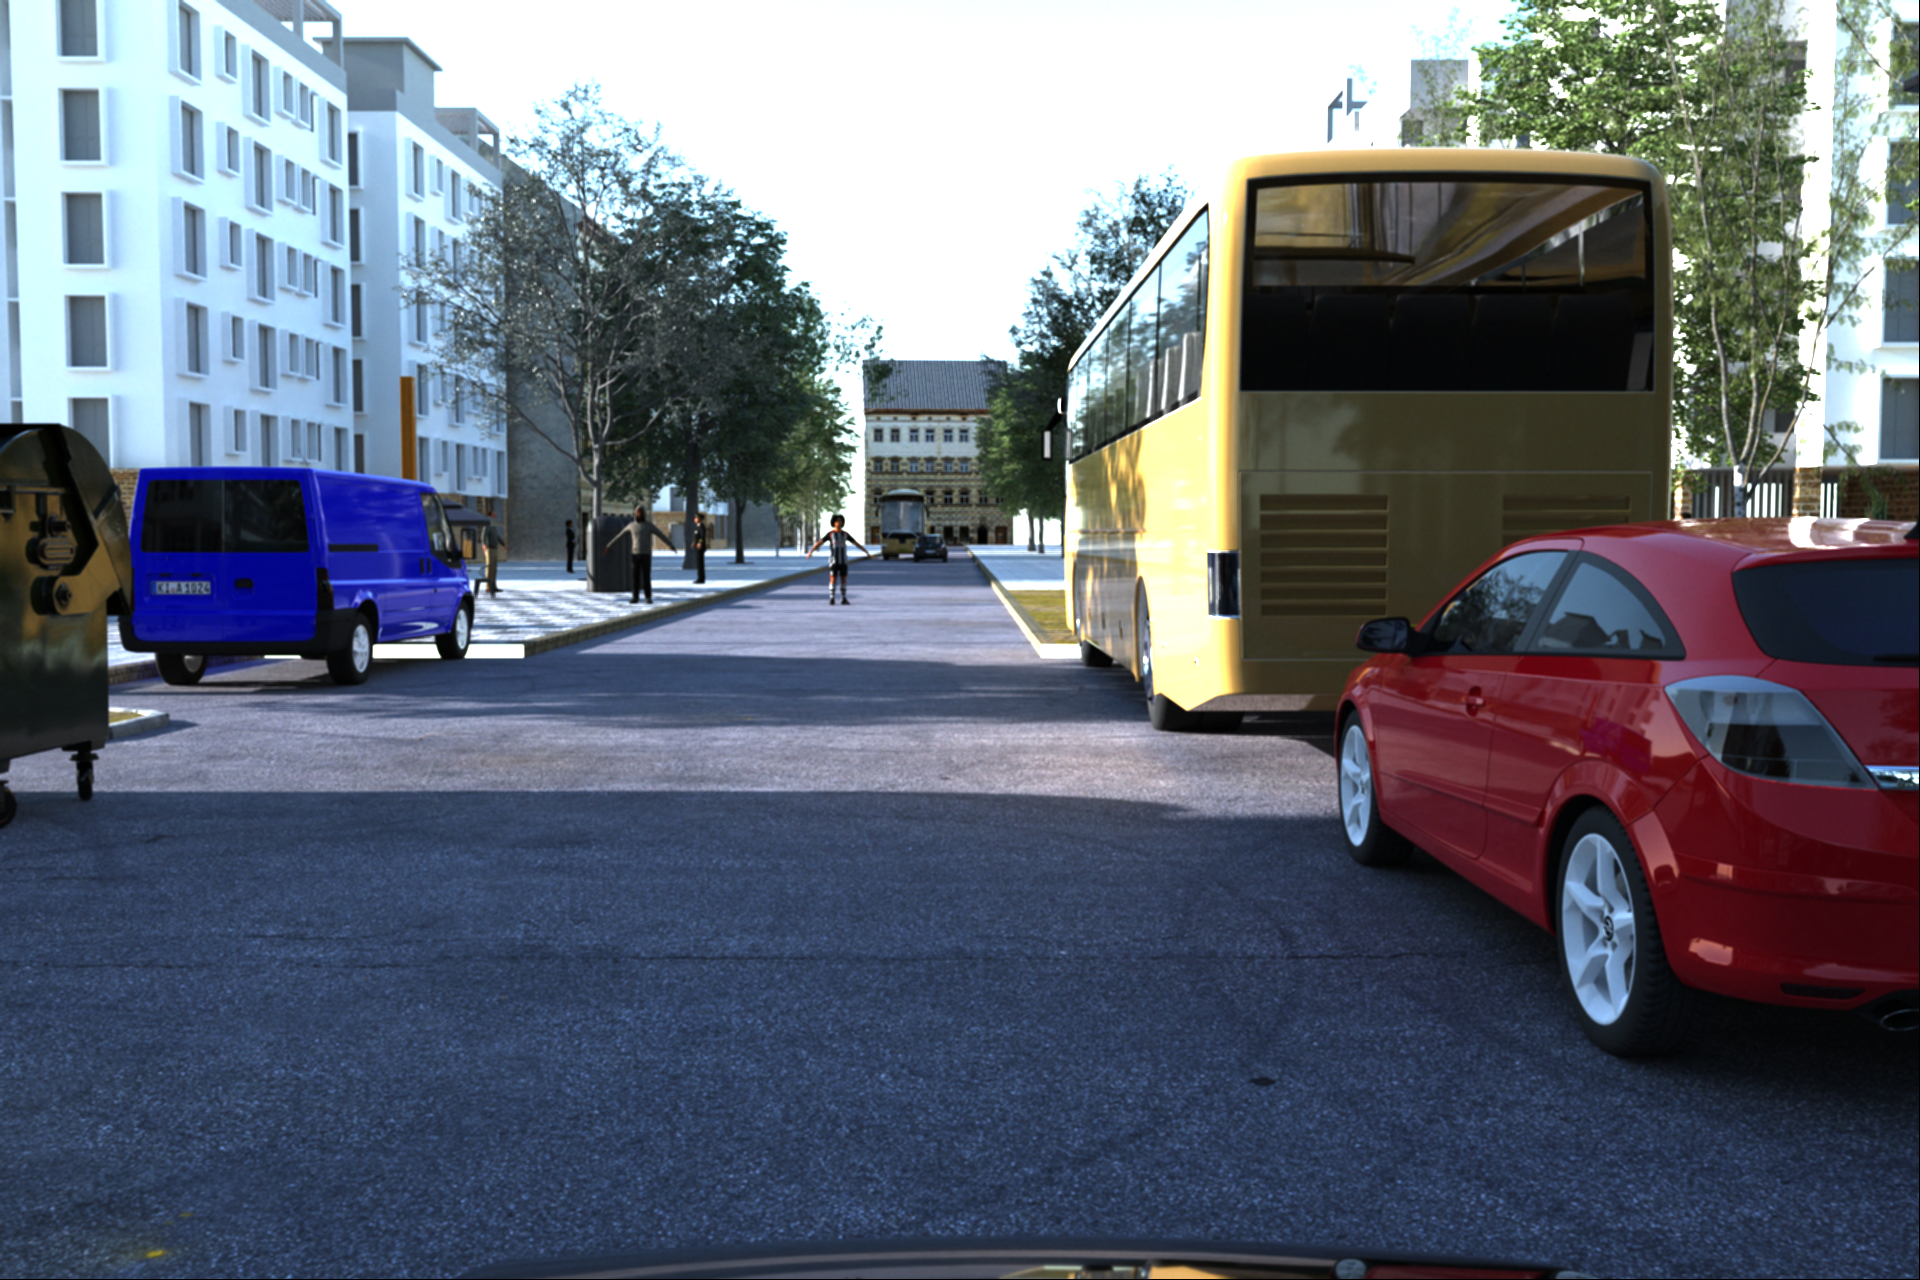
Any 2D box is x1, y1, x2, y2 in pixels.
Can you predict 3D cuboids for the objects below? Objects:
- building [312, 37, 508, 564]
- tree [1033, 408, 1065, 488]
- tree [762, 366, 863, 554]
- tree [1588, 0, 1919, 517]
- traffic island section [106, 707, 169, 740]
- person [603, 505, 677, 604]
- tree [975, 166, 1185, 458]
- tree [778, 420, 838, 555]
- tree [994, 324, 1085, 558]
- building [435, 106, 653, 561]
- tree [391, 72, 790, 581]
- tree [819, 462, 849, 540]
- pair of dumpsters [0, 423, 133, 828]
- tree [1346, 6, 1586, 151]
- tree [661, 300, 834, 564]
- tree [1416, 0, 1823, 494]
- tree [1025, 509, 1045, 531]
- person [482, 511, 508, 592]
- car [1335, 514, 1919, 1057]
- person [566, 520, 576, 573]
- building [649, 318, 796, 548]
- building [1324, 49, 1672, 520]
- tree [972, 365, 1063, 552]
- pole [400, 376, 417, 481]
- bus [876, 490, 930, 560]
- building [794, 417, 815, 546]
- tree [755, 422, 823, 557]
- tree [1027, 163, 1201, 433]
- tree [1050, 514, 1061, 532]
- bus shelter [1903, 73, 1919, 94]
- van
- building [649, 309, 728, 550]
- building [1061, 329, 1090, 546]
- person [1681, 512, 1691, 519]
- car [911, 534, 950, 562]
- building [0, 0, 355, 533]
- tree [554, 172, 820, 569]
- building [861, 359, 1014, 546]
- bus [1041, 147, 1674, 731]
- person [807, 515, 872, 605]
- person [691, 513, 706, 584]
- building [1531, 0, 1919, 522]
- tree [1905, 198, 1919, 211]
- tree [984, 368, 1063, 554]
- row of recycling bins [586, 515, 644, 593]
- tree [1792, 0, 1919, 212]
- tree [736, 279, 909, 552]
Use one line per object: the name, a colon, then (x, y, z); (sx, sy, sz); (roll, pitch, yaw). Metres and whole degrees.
building: (-26.024, -12.902, 67.373); (16.016, 20.090, 11.380); (0, 4, 0)
tree: (5.207, -8.269, 85.555); (4.360, 8.622, 3.978); (0, 3, 0)
tree: (-10.066, -11.972, 113.871); (7.486, 12.596, 7.792); (0, 3, 0)
tree: (8.653, -4.208, 19.168); (4.360, 8.622, 3.978); (0, 3, 0)
traffic island section: (-6.916, 0.635, 12.491); (1.991, 0.108, 1.994); (0, 4, -1)
person: (-5.879, -1.577, 31.917); (1.348, 1.813, 0.705); (0, 4, -2)
tree: (5.633, -9.077, 58.776); (12.009, 13.543, 11.850); (0, 3, 0)
tree: (-9.904, -9.526, 106.111); (4.360, 8.622, 3.978); (0, 3, 0)
tree: (5.691, -10.677, 92.693); (7.486, 12.596, 7.792); (0, 3, 0)
building: (-27.216, -15.892, 90.761); (19.493, 23.208, 18.063); (0, 4, 1)
tree: (-10.026, -8.369, 47.202); (12.009, 13.543, 11.850); (0, 3, 0)
tree: (-17.319, -17.297, 217.212); (7.601, 10.594, 8.767); (0, 4, -8)
pair of dumpsters: (-6.720, -0.232, 8.750); (4.436, 2.255, 1.574); (0, 4, 0)
tree: (7.315, -4.571, 25.100); (4.360, 8.622, 3.978); (0, 3, 0)
tree: (-9.460, -9.122, 74.900); (9.928, 11.665, 9.643); (0, 3, 0)
tree: (11.960, -6.983, 32.301); (7.486, 12.596, 7.792); (0, 3, 0)
tree: (10.179, -16.037, 212.563); (4.360, 8.622, 3.978); (0, 3, 0)
person: (-10.308, -1.954, 38.219); (0.705, 1.796, 1.348); (0, 4, 5)
car: (2.619, 0.171, 6.244); (2.155, 1.783, 4.494); (0, 4, -1)
person: (-12.743, -3.074, 56.976); (0.721, 1.740, 1.216); (-1, 4, -18)
building: (-25.729, -20.413, 164.682); (19.493, 23.208, 18.063); (0, 4, -1)
building: (20.630, -13.270, 73.390); (16.016, 20.090, 11.380); (0, 3, 0)
tree: (5.282, -13.455, 126.636); (9.857, 13.997, 8.962); (0, 3, 0)
pole: (-7.159, -1.755, 22.545); (0.158, 3.312, 0.155); (0, 3, 0)
bus: (-3.095, -6.614, 99.693); (2.896, 3.916, 12.252); (0, 4, 0)
building: (-25.966, -21.976, 190.229); (19.493, 23.208, 18.063); (0, 4, 0)
tree: (-10.075, -8.965, 96.935); (4.737, 8.622, 4.395); (0, 3, 0)
tree: (5.322, -6.744, 44.681); (8.767, 10.594, 7.601); (2, 4, 33)
tree: (12.577, -16.370, 218.013); (4.737, 8.622, 4.395); (0, 3, 0)
bus shelter: (5.769, -0.902, 6.034); (1.731, 3.624, 6.357); (0, 4, 0)
van: (-6.623, -0.840, 18.111); (2.240, 2.365, 5.245); (0, 3, 0)
building: (-25.505, -17.392, 140.785); (16.016, 20.090, 11.380); (0, 4, -1)
building: (24.724, -21.035, 187.902); (27.936, 21.610, 32.646); (0, 4, -1)
person: (17.531, -2.186, 41.922); (1.347, 1.806, 0.705); (-1, 4, -19)
car: (-1.497, -4.830, 88.761); (2.009, 1.686, 4.222); (0, 3, 0)
building: (-26.990, -11.828, 49.804); (16.016, 20.090, 11.380); (0, 4, 0)
tree: (-9.673, -9.547, 62.752); (9.857, 13.997, 8.962); (0, 3, 0)
building: (-3.188, -23.457, 216.912); (18.063, 23.208, 19.493); (0, 4, -4)
bus: (2.540, -1.462, 15.450); (2.896, 3.916, 12.252); (0, 4, -1)
person: (-2.457, -1.619, 35.069); (1.345, 1.843, 0.704); (-1, 4, -17)
person: (-6.768, -2.383, 44.905); (0.705, 1.837, 1.347); (-1, 4, -16)
building: (23.710, -12.142, 54.949); (16.016, 20.090, 11.380); (0, 4, 0)
tree: (16.421, -6.363, 22.162); (7.486, 12.596, 7.792); (0, 3, 0)
tree: (5.059, -11.928, 113.153); (7.486, 12.596, 7.792); (0, 3, 0)
row of recycling bins: (-7.730, -1.979, 39.473); (1.069, 1.692, 3.534); (0, 4, 1)
tree: (8.557, -3.756, 11.781); (4.360, 8.622, 3.978); (0, 3, 0)
tree: (-10.124, -16.608, 127.433); (12.611, 20.169, 13.585); (0, 3, 0)
